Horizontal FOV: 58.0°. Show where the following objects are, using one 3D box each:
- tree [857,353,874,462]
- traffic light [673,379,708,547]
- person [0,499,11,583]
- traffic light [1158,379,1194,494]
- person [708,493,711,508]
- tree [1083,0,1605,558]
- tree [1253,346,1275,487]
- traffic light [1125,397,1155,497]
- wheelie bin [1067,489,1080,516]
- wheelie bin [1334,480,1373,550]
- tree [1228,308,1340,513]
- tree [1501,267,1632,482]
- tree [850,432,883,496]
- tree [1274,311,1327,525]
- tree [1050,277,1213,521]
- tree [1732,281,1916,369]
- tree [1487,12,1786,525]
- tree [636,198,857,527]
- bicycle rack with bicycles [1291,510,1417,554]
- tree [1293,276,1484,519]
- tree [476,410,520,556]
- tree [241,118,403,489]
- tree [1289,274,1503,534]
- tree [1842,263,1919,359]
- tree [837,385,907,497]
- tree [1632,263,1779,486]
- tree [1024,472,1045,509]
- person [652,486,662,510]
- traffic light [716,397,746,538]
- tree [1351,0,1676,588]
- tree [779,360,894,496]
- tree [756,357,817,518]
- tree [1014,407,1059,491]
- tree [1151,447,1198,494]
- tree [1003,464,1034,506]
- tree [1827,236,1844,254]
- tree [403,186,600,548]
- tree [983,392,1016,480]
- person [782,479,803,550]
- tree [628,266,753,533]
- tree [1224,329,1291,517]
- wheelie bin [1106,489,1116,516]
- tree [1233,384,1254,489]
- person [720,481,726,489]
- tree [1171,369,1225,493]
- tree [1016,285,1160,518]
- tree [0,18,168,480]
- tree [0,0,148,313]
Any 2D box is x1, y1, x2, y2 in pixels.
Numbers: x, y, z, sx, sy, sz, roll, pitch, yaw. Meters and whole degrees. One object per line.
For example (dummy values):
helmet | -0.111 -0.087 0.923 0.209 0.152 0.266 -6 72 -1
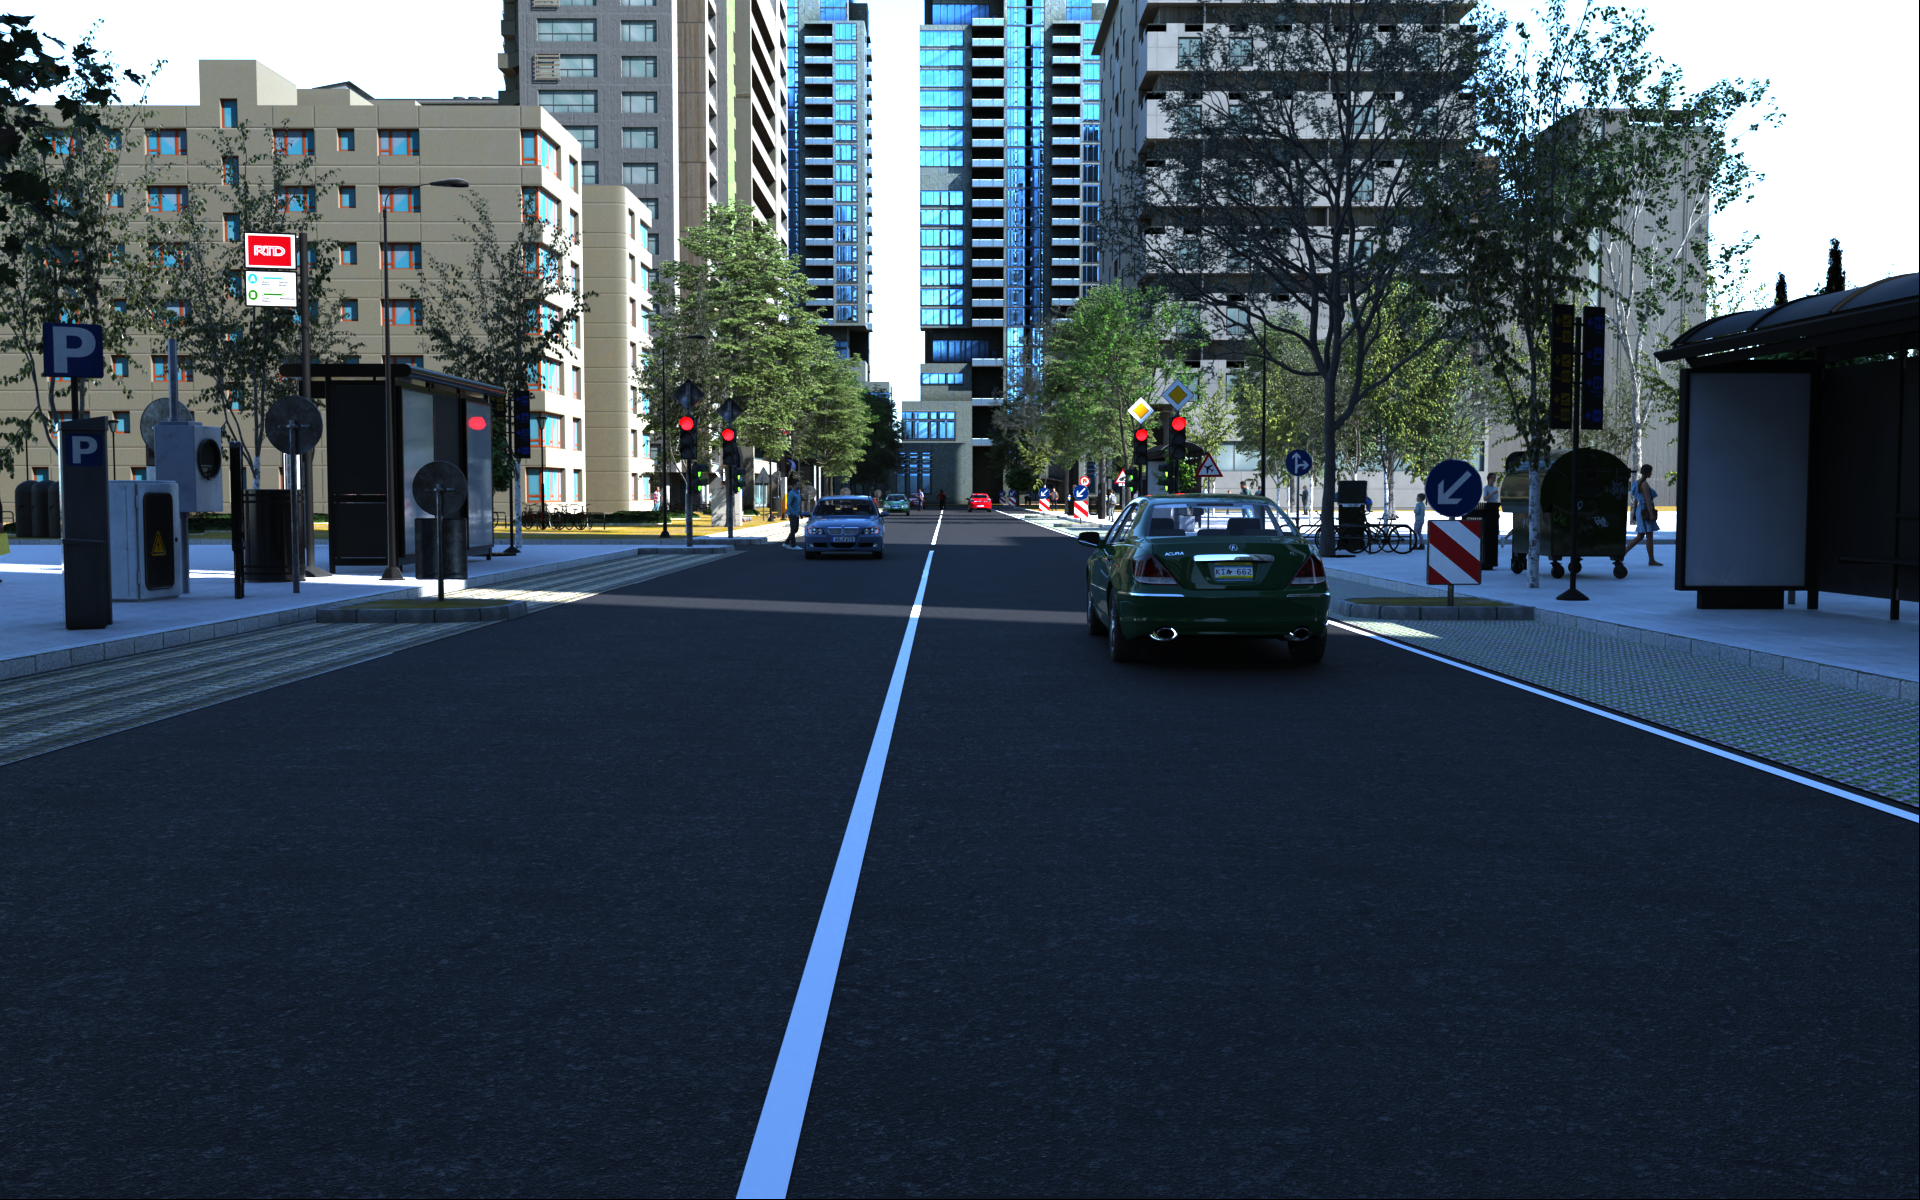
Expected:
tree | -9.836 -12.571 123.666 7.486 12.596 7.792 0 3 0
traffic light | -6.583 -3.257 42.177 0.839 4.253 0.868 0 4 0
person | -14.243 -1.121 24.595 1.509 1.804 0.699 1 4 21
traffic light | 5.278 -3.264 42.283 0.839 4.253 0.868 0 4 0
person | -15.828 -6.288 110.660 0.589 1.601 0.330 -2 4 -33
tree | 7.614 -7.618 34.930 12.009 13.543 11.850 0 3 0
tree | 14.575 -7.350 70.541 4.360 8.622 3.978 0 3 0
traffic light | 5.217 -3.752 50.268 0.839 4.253 0.868 0 4 0
wheelie bin | 6.743 -5.758 102.049 0.693 1.594 0.980 2 4 35
wheelie bin | 9.078 -1.974 40.190 0.980 1.594 0.693 1 4 17
tree | 22.557 -12.890 117.399 9.857 13.997 8.962 0 3 0
tree | 18.977 -6.509 56.790 4.737 8.622 4.395 0 3 0
tree | -10.162 -14.796 192.277 4.360 8.622 3.978 0 3 0
tree | 13.929 -6.830 62.036 4.360 8.622 3.978 0 3 0
tree | 8.062 -9.540 81.739 9.928 11.665 9.643 0 3 0
tree | 13.208 -2.641 26.894 4.285 4.588 4.351 0 3 0
tree | 26.611 -13.154 70.960 12.611 20.169 13.585 0 3 0
tree | -8.517 -9.113 67.117 7.486 12.596 7.792 0 3 0
bicycle rack with bicycles | 8.686 -1.493 37.795 2.925 0.926 2.852 3 5 44
tree | 22.490 -10.600 90.318 9.611 12.733 9.660 0 3 0
tree | -9.731 -2.540 36.127 1.663 3.219 1.824 0 3 0
tree | -13.901 -5.085 33.501 4.360 8.622 3.978 0 3 0
tree | 13.822 -6.415 55.242 4.737 8.622 4.395 0 3 0
tree | 30.069 -6.478 56.285 4.360 8.622 3.978 0 3 0
tree | -10.627 -18.060 201.935 9.857 13.997 8.962 0 3 0
tree | 24.083 -6.437 55.602 4.737 8.622 4.395 0 3 0
tree | 6.624 -9.418 148.586 1.663 3.219 1.824 0 3 0
person | -17.071 -5.534 97.362 0.643 1.720 0.563 1 4 19
traffic light | -6.643 -3.746 50.162 0.839 4.253 0.868 0 4 0
tree | 7.606 -4.469 23.437 4.360 8.622 3.978 0 3 0
tree | -10.250 -12.799 135.011 9.928 11.665 9.643 0 3 0
tree | -9.413 -8.622 91.331 4.360 8.622 3.978 0 3 0
tree | 6.703 -11.707 141.764 4.737 8.622 4.395 0 3 0
tree | 7.573 -4.090 61.467 1.663 3.219 1.824 0 3 0
tree | 6.329 -12.318 185.105 4.285 4.588 4.351 0 3 0
tree | 50.962 -11.329 87.053 18.604 14.587 13.155 -2 4 -29
tree | -10.705 -5.530 40.782 4.360 8.622 3.978 0 3 0
tree | 6.143 -16.839 193.448 7.486 12.596 7.792 0 3 0
person | -4.336 -2.220 44.823 0.620 1.820 0.660 1 4 11
tree | -8.945 -6.501 56.650 4.360 8.622 3.978 0 3 0
tree | 14.109 -7.651 75.464 4.737 8.622 4.395 0 3 0
wheelie bin | 8.708 -5.689 100.921 0.693 1.594 0.980 1 4 15
tree | 14.987 -8.029 81.639 4.360 8.622 3.978 0 3 0
person | -9.607 -3.950 70.654 0.581 1.822 0.654 1 4 19
tree | 14.605 -9.228 101.238 4.737 8.622 4.395 0 3 0
tree | 7.450 -10.782 94.417 7.486 12.596 7.792 0 3 0
tree | -14.091 -4.714 27.430 4.360 8.622 3.978 0 3 0
tree | -9.260 -5.621 8.905 9.611 12.733 9.660 0 3 0
